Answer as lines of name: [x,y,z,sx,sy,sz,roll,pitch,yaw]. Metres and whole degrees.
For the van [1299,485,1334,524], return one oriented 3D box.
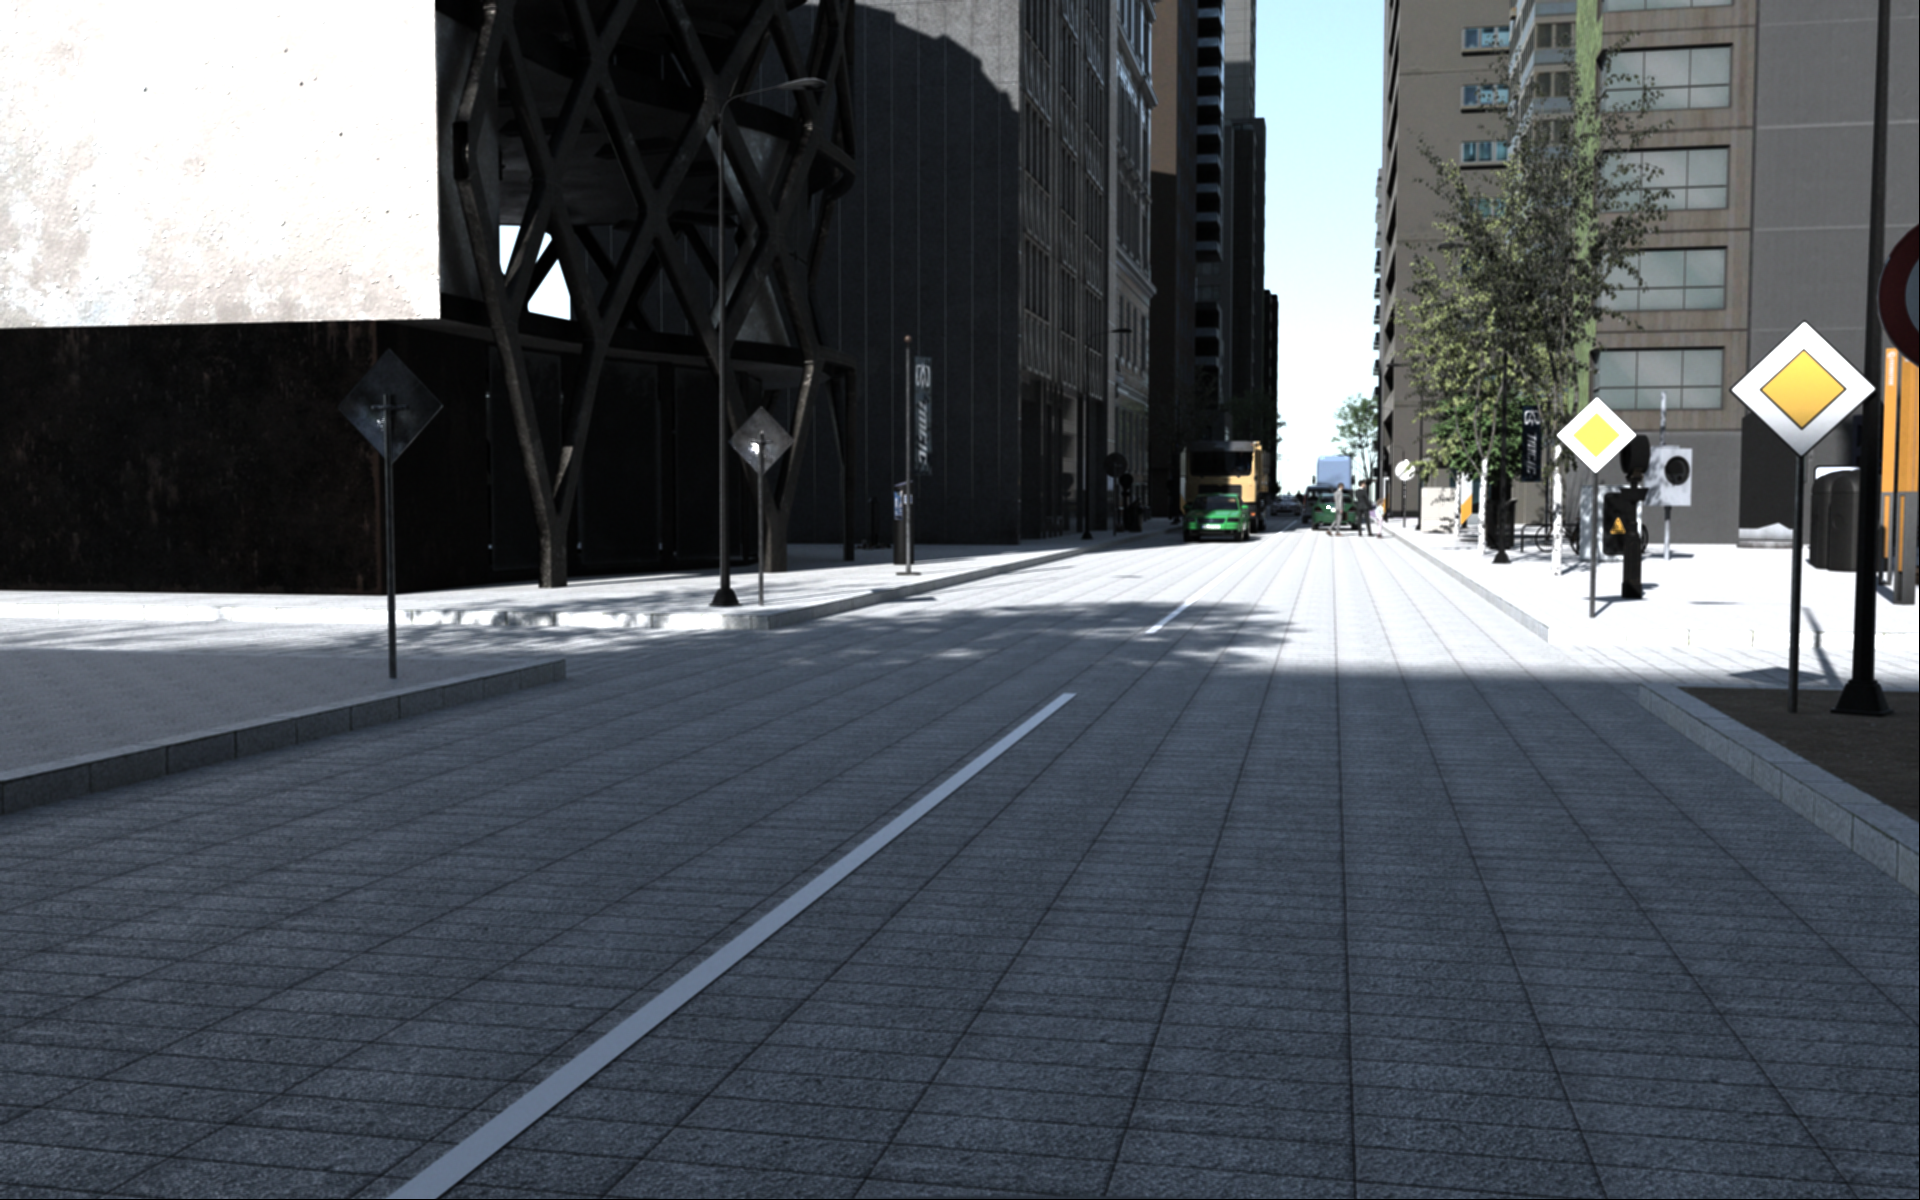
van: [17.746,-4.797,85.439,2.013,2.044,4.112,1,4,12]

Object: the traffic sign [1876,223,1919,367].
traffic sign: [4.481,-0.466,7.719,0.768,2.556,0.104,1,4,21]

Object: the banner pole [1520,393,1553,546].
banner pole: [14.387,-3.247,43.104,0.863,3.779,0.401,1,4,14]

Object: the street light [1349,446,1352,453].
street light: [38.083,-11.809,165.611,1.470,5.913,1.316,1,4,12]

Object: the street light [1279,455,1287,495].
street light: [37.612,-14.233,205.244,1.470,5.913,1.316,1,4,12]

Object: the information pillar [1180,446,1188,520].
information pillar: [10.890,-5.680,84.220,0.183,3.616,0.504,-2,4,-27]

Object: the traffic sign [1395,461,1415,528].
traffic sign: [16.989,-4.039,66.144,0.768,2.556,0.104,1,4,20]

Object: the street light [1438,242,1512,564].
street light: [9.500,-3.637,32.008,1.470,5.913,1.316,1,4,12]

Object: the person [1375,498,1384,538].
person: [13.691,-2.669,56.409,0.394,1.301,0.425,-2,4,-33]

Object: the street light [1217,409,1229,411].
street light: [13.964,-7.479,94.820,1.470,5.913,1.316,1,4,12]

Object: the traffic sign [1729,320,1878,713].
traffic sign: [4.887,-0.396,10.110,0.795,2.450,0.064,1,4,12]

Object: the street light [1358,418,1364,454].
street light: [25.192,-8.134,105.536,1.470,5.913,1.316,1,4,12]

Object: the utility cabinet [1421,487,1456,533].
utility cabinet: [15.707,-2.936,56.678,1.173,1.500,0.318,1,4,23]

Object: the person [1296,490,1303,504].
person: [29.714,-8.734,151.855,0.990,1.755,0.434,3,5,43]

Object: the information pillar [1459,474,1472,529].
information pillar: [18.770,-4.453,64.156,0.504,3.616,0.183,-2,4,-28]

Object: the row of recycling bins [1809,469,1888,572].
row of recycling bins: [15.355,-1.401,30.026,1.069,1.692,3.534,1,4,20]

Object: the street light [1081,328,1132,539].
street light: [4.132,-4.665,48.812,1.470,5.913,1.316,1,4,12]

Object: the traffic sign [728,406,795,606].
traffic sign: [-2.280,-0.990,19.827,0.795,2.450,0.064,1,4,12]

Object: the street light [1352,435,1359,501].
street light: [31.523,-9.937,135.008,1.470,5.913,1.316,1,4,12]

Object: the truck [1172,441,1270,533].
truck: [10.097,-4.242,65.280,3.469,3.379,9.791,1,4,13]

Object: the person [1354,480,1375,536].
person: [13.747,-3.124,58.948,0.648,1.900,0.474,3,5,43]

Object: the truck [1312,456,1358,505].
truck: [25.254,-7.736,116.243,2.967,4.110,18.799,1,4,11]

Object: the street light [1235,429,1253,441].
street light: [20.238,-9.266,124.038,1.470,5.913,1.316,1,4,12]

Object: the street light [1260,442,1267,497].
street light: [26.462,-11.058,153.342,1.470,5.913,1.316,1,4,12]

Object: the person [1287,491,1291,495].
person: [33.938,-10.396,179.001,1.217,1.766,0.721,2,4,35]

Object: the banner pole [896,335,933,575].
banner pole: [-0.684,-2.300,27.615,0.401,3.779,0.863,3,4,36]

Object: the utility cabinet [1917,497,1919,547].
utility cabinet: [23.636,-1.887,42.012,1.020,1.237,0.306,0,4,-3]

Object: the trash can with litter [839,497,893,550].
trash can with litter: [-2.192,-1.822,40.840,1.678,1.210,2.233,0,4,8]

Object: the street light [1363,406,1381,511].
street light: [22.198,-7.269,91.392,1.470,5.913,1.316,1,4,12]

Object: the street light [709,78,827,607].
street light: [-2.172,-2.879,19.620,1.470,5.913,1.316,1,4,12]

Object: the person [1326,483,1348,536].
person: [12.992,-3.101,59.317,0.853,1.813,0.709,-1,4,-15]

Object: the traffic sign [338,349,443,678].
traffic sign: [-3.953,-0.512,12.018,0.795,2.450,0.064,1,4,12]

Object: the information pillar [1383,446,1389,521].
information pillar: [20.636,-5.661,83.913,0.183,3.616,0.504,-1,4,-11]

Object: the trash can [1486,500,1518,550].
trash can: [12.493,-1.735,40.019,0.748,1.137,0.748,0,3,0]

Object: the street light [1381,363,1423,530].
street light: [15.828,-5.444,61.553,1.470,5.913,1.316,1,4,12]

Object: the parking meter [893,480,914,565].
parking meter: [-1.026,-1.415,31.542,0.372,1.533,0.369,0,3,0]

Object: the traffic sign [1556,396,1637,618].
traffic sign: [6.560,-0.873,17.919,0.795,2.450,0.064,1,4,12]

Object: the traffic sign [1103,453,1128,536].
traffic sign: [4.752,-3.244,53.139,0.768,2.556,0.104,1,4,21]

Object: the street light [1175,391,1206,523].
street light: [10.350,-6.446,77.931,1.470,5.913,1.316,1,4,12]

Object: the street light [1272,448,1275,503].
street light: [31.325,-12.431,175.783,1.470,5.913,1.316,1,4,12]

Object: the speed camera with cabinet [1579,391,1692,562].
speed camera with cabinet: [12.881,-2.363,32.979,2.038,3.252,0.660,-1,4,-14]

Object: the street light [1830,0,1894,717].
street light: [4.758,-2.297,10.090,1.470,5.913,1.316,1,4,12]
